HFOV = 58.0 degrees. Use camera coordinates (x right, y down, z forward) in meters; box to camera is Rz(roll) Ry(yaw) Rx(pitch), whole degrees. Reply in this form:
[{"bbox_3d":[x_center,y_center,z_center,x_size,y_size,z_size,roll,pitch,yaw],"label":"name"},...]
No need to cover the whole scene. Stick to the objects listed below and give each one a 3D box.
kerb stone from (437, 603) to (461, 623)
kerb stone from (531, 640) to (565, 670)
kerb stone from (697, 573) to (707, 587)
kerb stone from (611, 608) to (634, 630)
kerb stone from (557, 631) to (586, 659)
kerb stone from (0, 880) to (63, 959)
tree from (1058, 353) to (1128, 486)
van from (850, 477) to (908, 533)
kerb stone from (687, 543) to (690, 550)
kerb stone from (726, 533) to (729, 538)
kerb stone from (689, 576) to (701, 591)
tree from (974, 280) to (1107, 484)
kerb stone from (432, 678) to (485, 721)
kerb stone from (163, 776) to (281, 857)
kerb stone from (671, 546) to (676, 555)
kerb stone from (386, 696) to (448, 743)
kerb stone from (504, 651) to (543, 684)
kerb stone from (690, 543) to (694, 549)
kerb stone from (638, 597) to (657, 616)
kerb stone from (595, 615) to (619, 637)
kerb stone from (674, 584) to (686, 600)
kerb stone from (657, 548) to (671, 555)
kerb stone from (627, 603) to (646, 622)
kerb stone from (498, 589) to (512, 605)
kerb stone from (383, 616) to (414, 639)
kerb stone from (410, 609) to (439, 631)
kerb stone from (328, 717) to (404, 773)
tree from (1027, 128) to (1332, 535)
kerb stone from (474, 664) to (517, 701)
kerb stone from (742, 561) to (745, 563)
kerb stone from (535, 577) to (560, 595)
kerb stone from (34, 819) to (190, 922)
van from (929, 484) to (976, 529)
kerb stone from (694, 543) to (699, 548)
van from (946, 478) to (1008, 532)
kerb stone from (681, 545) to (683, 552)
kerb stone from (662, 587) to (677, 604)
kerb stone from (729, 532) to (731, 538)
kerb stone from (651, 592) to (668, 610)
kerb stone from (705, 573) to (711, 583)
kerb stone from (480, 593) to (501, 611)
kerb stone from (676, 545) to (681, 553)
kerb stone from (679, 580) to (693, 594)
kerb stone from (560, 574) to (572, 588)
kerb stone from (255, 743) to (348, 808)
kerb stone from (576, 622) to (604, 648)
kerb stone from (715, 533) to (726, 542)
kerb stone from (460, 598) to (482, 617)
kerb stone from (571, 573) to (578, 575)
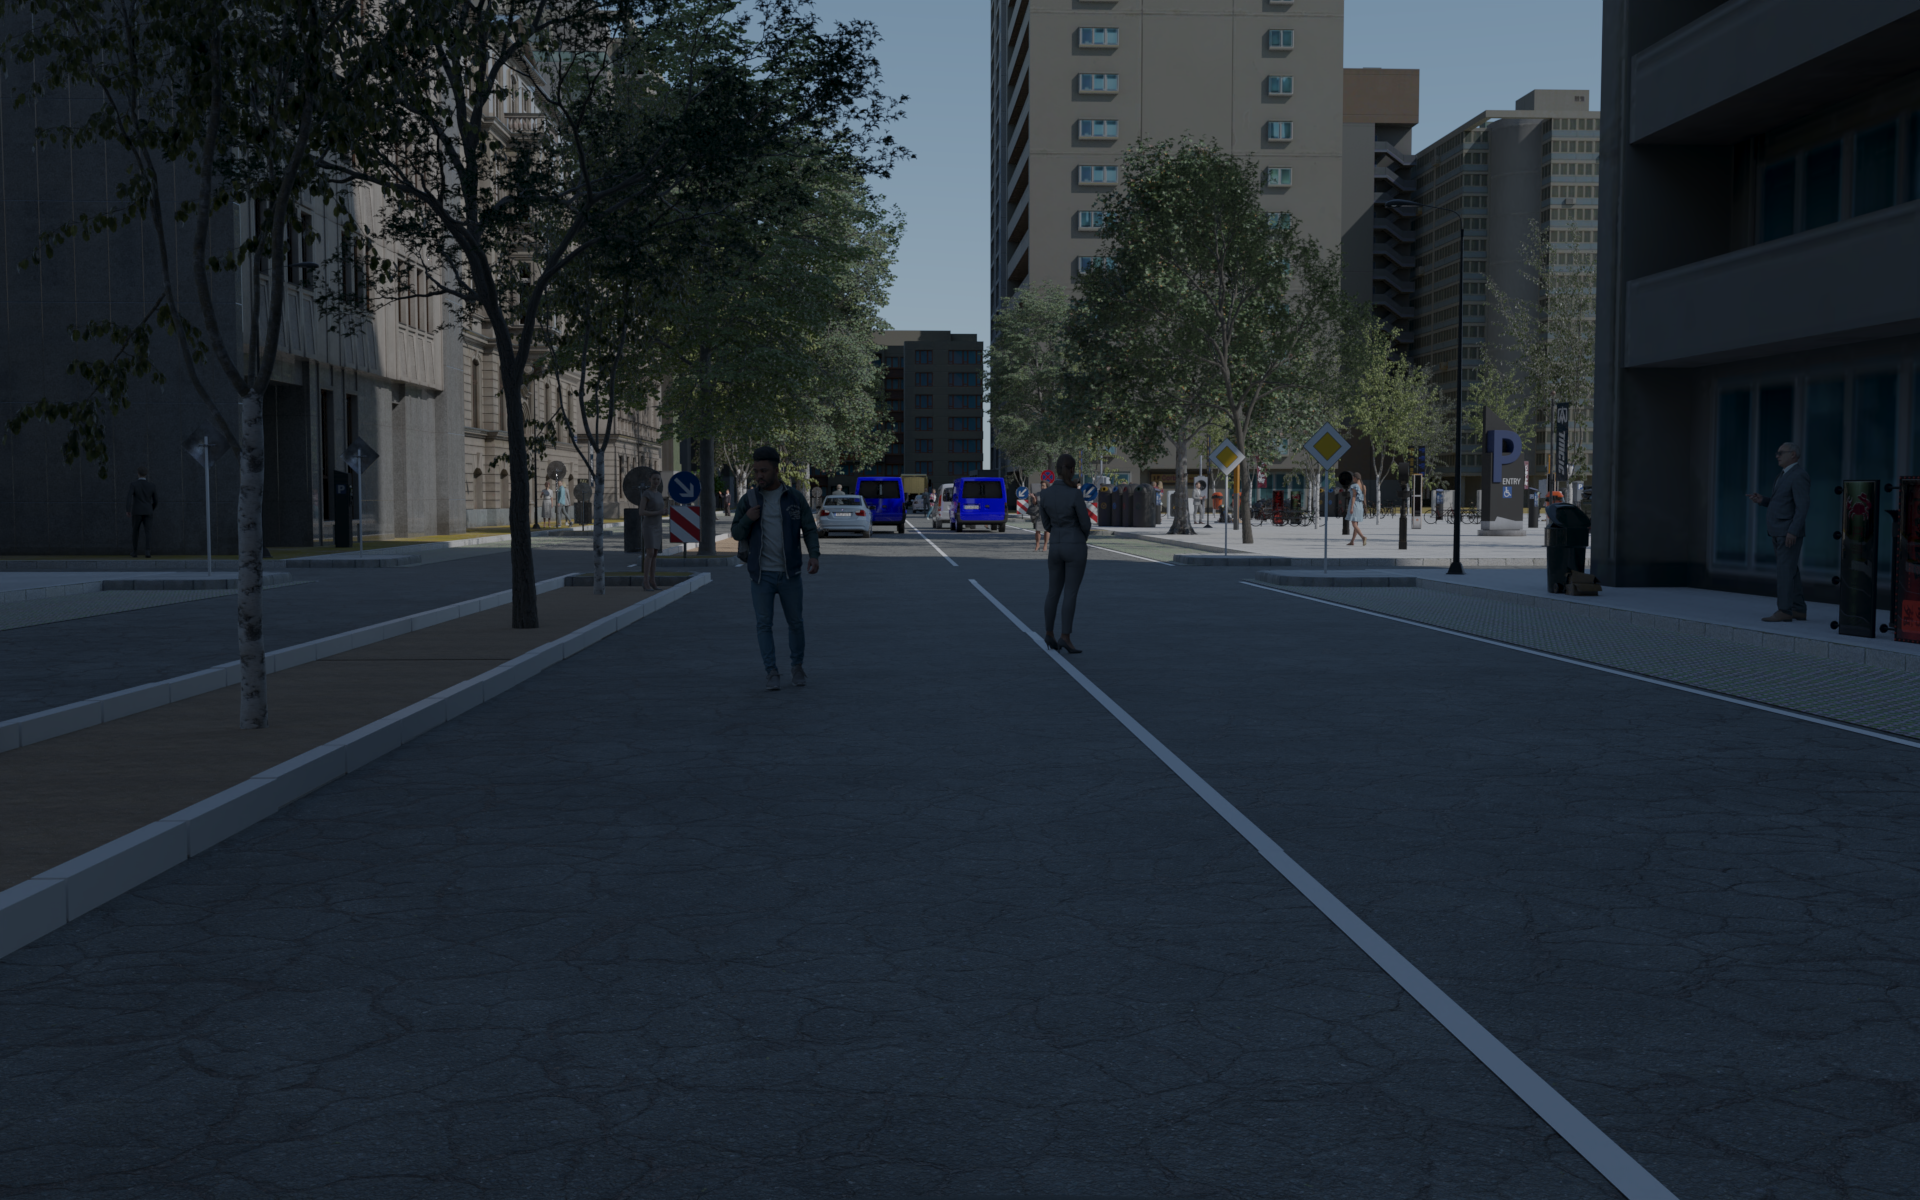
[{"bbox_3d":[-5.812,0.171,19.459,0.120,0.150,1.000,0,4,-3],"label":"kerb stone"},{"bbox_3d":[-3.473,0.472,14.478,0.120,0.150,1.000,0,4,-3],"label":"kerb stone"},{"bbox_3d":[-4.063,-0.277,26.763,0.120,0.150,1.000,0,4,-3],"label":"kerb stone"},{"bbox_3d":[-3.662,0.221,18.584,0.120,0.150,1.000,0,4,-3],"label":"kerb stone"},{"bbox_3d":[-3.512,0.413,15.503,0.120,0.150,1.000,0,4,-3],"label":"kerb stone"},{"bbox_3d":[-3.017,1.036,5.272,0.120,0.150,1.000,0,4,-3],"label":"kerb stone"},{"bbox_3d":[6.531,-8.120,83.117,4.737,8.622,4.395,0,3,0],"label":"tree"},{"bbox_3d":[-3.021,-3.691,64.732,2.240,2.365,5.245,0,4,-3],"label":"van"},{"bbox_3d":[-6.973,-1.307,43.572,0.120,0.150,1.000,0,4,-3],"label":"kerb stone"},{"bbox_3d":[-7.508,-1.988,54.814,0.120,0.150,1.000,0,4,-3],"label":"kerb stone"},{"bbox_3d":[-4.001,-0.216,25.729,0.120,0.150,1.000,0,4,-3],"label":"kerb stone"},{"bbox_3d":[5.537,-11.984,102.595,9.857,13.997,8.962,0,3,0],"label":"tree"},{"bbox_3d":[-3.318,0.660,11.411,0.120,0.150,1.000,0,4,-3],"label":"kerb stone"},{"bbox_3d":[-3.118,0.912,7.321,0.120,0.150,1.000,0,4,-3],"label":"kerb stone"},{"bbox_3d":[-6.818,-1.119,40.497,0.120,0.150,1.000,0,4,-3],"label":"kerb stone"},{"bbox_3d":[-3.272,0.724,10.391,0.120,0.150,1.000,0,4,-3],"label":"kerb stone"},{"bbox_3d":[-3.416,0.536,13.458,0.120,0.150,1.000,0,4,-3],"label":"kerb stone"},{"bbox_3d":[-7.020,-1.370,44.593,0.120,0.150,1.000,0,4,-3],"label":"kerb stone"},{"bbox_3d":[-3.759,0.096,20.625,0.120,0.150,1.000,0,4,-3],"label":"kerb stone"},{"bbox_3d":[-3.621,0.284,17.556,0.120,0.150,1.000,0,4,-3],"label":"kerb stone"},{"bbox_3d":[-3.905,-0.086,23.688,0.120,0.150,1.000,0,4,-3],"label":"kerb stone"},{"bbox_3d":[-6.773,-1.057,39.470,0.120,0.150,1.000,0,4,-3],"label":"kerb stone"},{"bbox_3d":[-3.715,0.164,19.605,0.120,0.150,1.000,0,4,-3],"label":"kerb stone"},{"bbox_3d":[-5.955,-0.021,22.532,0.120,0.150,1.000,0,4,-3],"label":"kerb stone"},{"bbox_3d":[-5.714,0.293,17.414,0.120,0.150,1.000,0,4,-3],"label":"kerb stone"},{"bbox_3d":[-5.758,0.230,18.438,0.120,0.150,1.000,0,4,-3],"label":"kerb stone"},{"bbox_3d":[-3.221,0.785,9.363,0.120,0.150,1.000,0,4,-3],"label":"kerb stone"},{"bbox_3d":[6.925,-8.421,54.694,9.611,12.733,9.660,0,3,0],"label":"tree"},{"bbox_3d":[-3.362,0.602,12.433,0.120,0.150,1.000,0,4,-3],"label":"kerb stone"},{"bbox_3d":[-4.578,-0.935,37.521,0.120,0.150,1.000,0,4,-3],"label":"kerb stone"},{"bbox_3d":[-6.101,-0.208,25.599,0.120,0.150,1.000,0,4,-3],"label":"kerb stone"},{"bbox_3d":[-3.069,0.973,6.292,0.120,0.150,1.000,0,4,-3],"label":"kerb stone"},{"bbox_3d":[-0.259,-3.989,72.239,2.013,2.044,4.112,0,4,-4],"label":"van"},{"bbox_3d":[-7.064,-1.432,45.615,0.120,0.150,1.000,0,4,-3],"label":"kerb stone"},{"bbox_3d":[0.659,-3.795,66.431,2.240,2.365,5.245,0,4,-4],"label":"van"},{"bbox_3d":[-6.916,-1.245,42.550,0.120,0.150,1.000,0,4,-3],"label":"kerb stone"},{"bbox_3d":[-3.858,-0.029,22.667,0.120,0.150,1.000,0,4,-3],"label":"kerb stone"},{"bbox_3d":[-7.568,-2.056,55.839,0.120,0.150,1.000,0,4,-3],"label":"kerb stone"},{"bbox_3d":[-3.804,0.034,21.646,0.120,0.150,1.000,0,4,-3],"label":"kerb stone"},{"bbox_3d":[-4.110,-0.342,27.786,0.120,0.150,1.000,0,4,-3],"label":"kerb stone"},{"bbox_3d":[-5.901,0.045,21.501,0.120,0.150,1.000,0,4,-3],"label":"kerb stone"},{"bbox_3d":[-6.875,-1.182,41.518,0.120,0.150,1.000,0,4,-3],"label":"kerb stone"},{"bbox_3d":[-3.963,-0.154,24.708,0.120,0.150,1.000,0,4,-3],"label":"kerb stone"},{"bbox_3d":[-6.151,-0.270,26.620,0.120,0.150,1.000,0,4,-3],"label":"kerb stone"},{"bbox_3d":[-3.176,0.847,8.342,0.120,0.150,1.000,0,4,-3],"label":"kerb stone"},{"bbox_3d":[-3.563,0.346,16.532,0.120,0.150,1.000,0,4,-3],"label":"kerb stone"},{"bbox_3d":[-7.459,-1.930,53.790,0.120,0.150,1.000,0,4,-3],"label":"kerb stone"},{"bbox_3d":[-5.857,0.106,20.480,0.120,0.150,1.000,0,4,-3],"label":"kerb stone"},{"bbox_3d":[-6.201,-0.334,27.649,0.120,0.150,1.000,0,4,-3],"label":"kerb stone"}]
